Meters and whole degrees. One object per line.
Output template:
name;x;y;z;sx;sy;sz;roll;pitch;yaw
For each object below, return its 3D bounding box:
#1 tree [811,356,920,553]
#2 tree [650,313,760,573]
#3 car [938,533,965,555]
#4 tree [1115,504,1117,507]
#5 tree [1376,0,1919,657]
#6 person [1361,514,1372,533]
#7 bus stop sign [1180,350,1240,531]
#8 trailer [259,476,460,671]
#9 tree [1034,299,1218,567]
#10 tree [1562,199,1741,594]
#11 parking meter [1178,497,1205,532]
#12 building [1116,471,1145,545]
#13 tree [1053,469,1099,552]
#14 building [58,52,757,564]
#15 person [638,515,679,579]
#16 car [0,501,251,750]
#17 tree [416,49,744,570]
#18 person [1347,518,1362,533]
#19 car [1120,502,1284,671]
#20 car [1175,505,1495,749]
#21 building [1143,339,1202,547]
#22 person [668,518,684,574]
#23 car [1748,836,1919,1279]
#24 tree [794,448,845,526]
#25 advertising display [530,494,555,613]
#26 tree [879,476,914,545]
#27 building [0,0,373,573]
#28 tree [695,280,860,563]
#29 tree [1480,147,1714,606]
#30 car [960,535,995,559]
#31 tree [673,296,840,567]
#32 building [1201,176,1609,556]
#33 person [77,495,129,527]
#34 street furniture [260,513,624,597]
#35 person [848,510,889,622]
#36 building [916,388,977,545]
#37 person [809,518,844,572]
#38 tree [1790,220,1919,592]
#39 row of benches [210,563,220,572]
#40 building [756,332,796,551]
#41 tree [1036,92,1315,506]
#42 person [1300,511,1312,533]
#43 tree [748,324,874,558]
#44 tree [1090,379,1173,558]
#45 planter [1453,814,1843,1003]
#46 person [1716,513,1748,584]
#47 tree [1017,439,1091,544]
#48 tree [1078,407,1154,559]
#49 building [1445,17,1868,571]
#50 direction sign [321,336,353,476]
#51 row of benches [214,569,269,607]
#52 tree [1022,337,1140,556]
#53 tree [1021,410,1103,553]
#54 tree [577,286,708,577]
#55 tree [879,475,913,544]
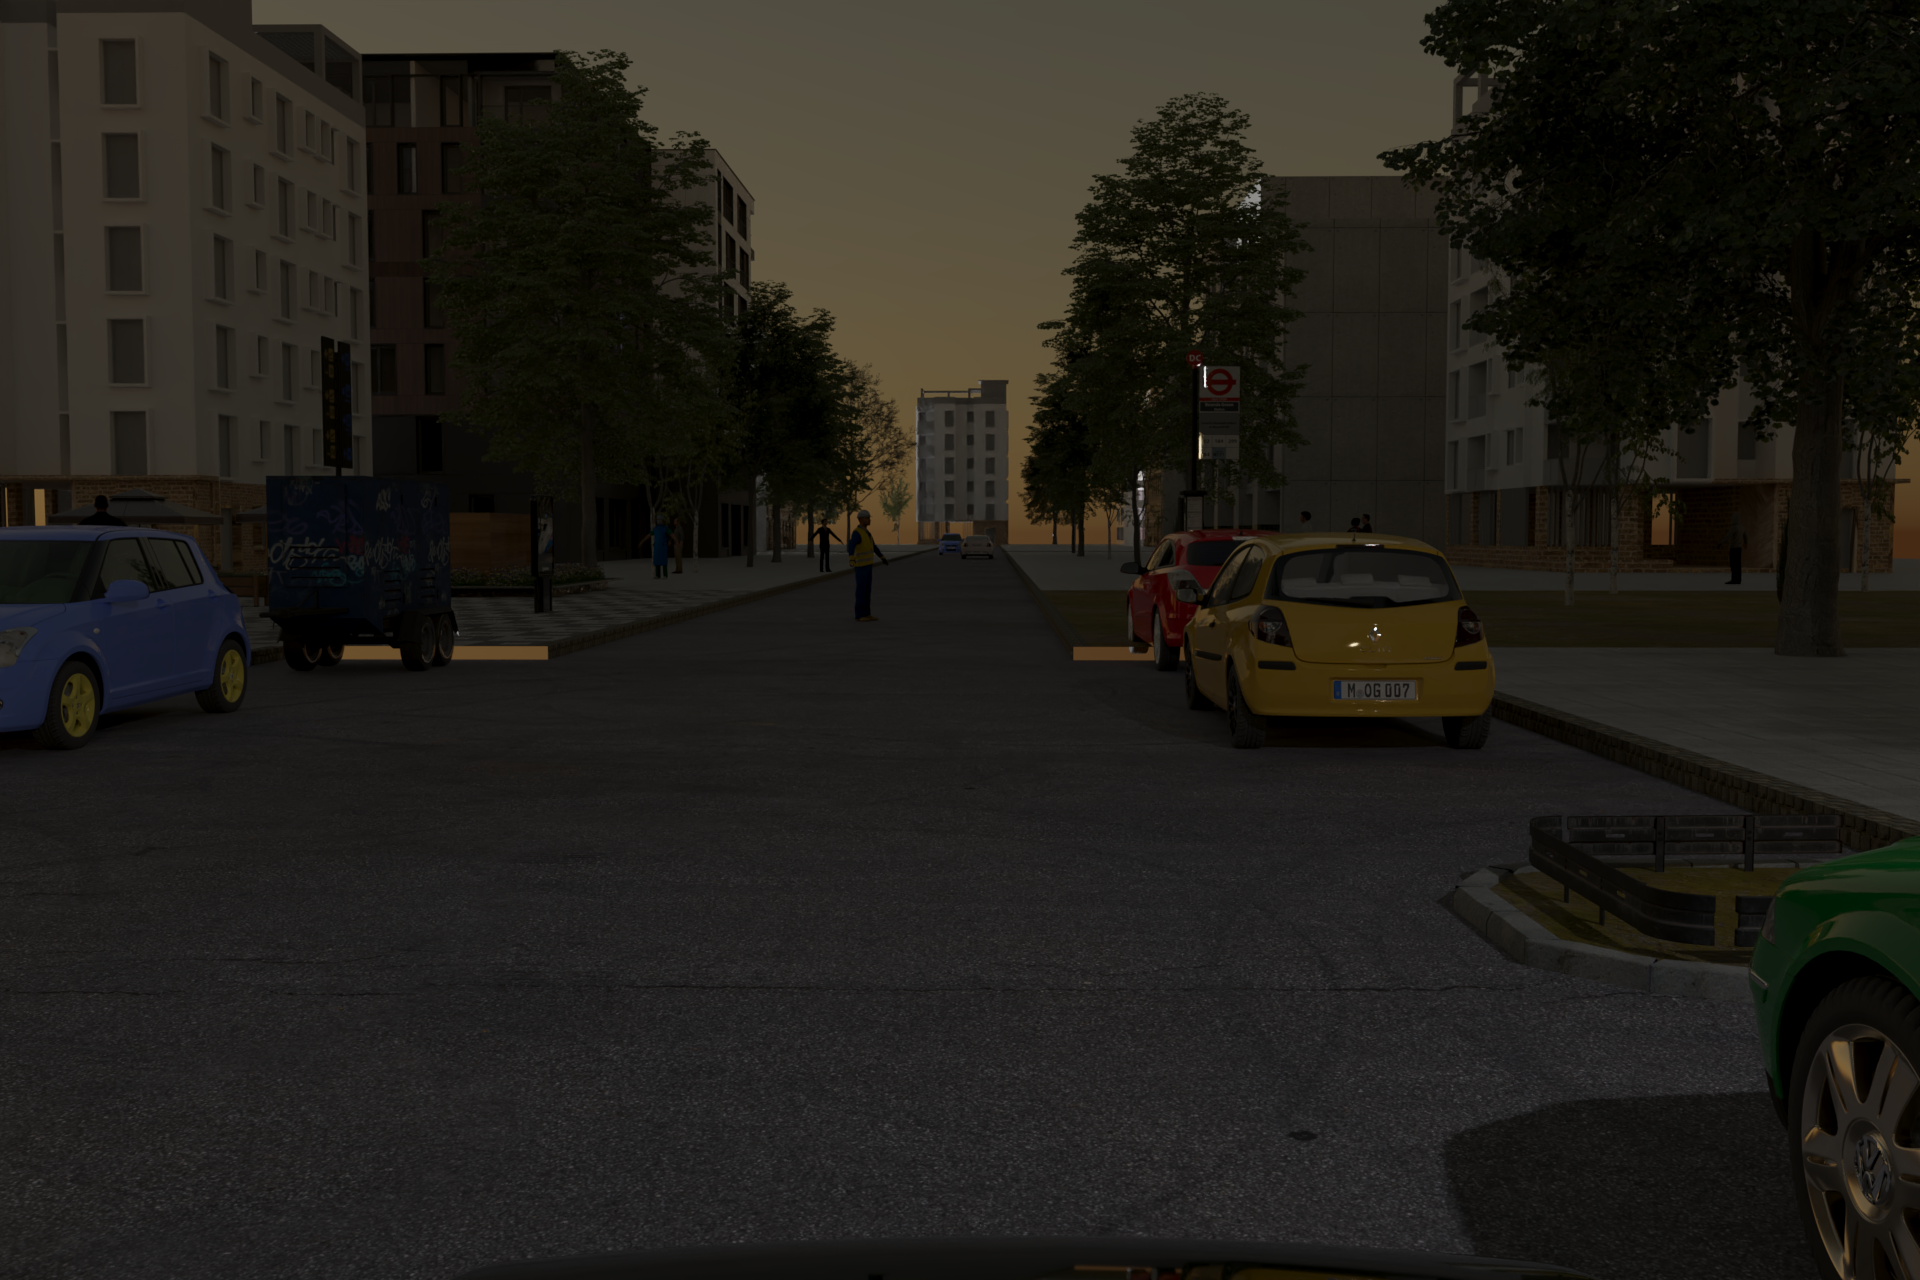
tree;-7.591;-12.757;118.939;12.009;13.543;11.850;0;3;0
tree;-8.708;-6.529;57.116;4.737;8.622;4.395;0;3;0
car;-0.560;-6.661;118.495;1.945;1.707;3.694;0;4;1
tree;22.620;-17.085;213.750;7.601;10.594;8.767;0;4;-1
tree;8.971;-6.816;18.091;9.857;13.997;8.962;0;3;0
person;10.657;-2.415;45.629;0.704;1.812;1.346;1;4;10
bus stop sign;3.622;-2.231;25.184;0.855;3.939;0.416;0;4;2
trailer;-6.291;-0.652;17.708;1.471;1.999;3.904;0;4;1
tree;6.178;-7.871;63.096;7.601;10.594;8.767;0;4;0
tree;14.159;-5.286;36.781;4.737;8.622;4.395;0;3;0
parking meter;3.667;-1.332;27.493;0.399;1.863;0.255;0;4;0
building;22.875;-15.416;194.190;9.099;9.664;28.070;0;4;1
tree;8.492;-10.630;124.169;4.737;8.622;4.395;0;3;0
building;-26.911;-15.073;90.417;27.936;21.610;32.646;0;4;2
person;-8.494;-2.627;49.081;1.347;1.817;0.704;1;4;23
car;-6.677;-0.185;12.614;1.945;1.707;3.694;0;4;1
tree;-8.835;-7.499;40.740;7.486;12.596;7.792;0;3;0
person;13.196;-3.152;57.675;1.345;1.843;0.704;3;5;42
car;2.934;-0.645;19.580;2.155;1.783;4.494;0;4;0
car;2.681;-0.168;12.970;2.015;1.641;3.980;0;4;1
building;28.088;-20.671;168.906;19.493;23.208;18.063;0;4;1
person;-9.165;-3.051;56.148;0.705;1.796;1.348;-2;4;-27
car;2.439;0.441;1.588;1.959;1.807;4.718;0;3;0
tree;-18.136;-18.646;211.514;9.857;13.997;8.962;0;3;0
advertising display;-6.841;-1.417;28.390;0.123;1.923;0.974;0;4;2
tree;-7.796;-15.975;211.555;4.737;8.622;4.395;0;3;0
building;-28.403;-12.154;55.144;16.016;20.090;11.380;0;4;1
tree;-8.407;-9.796;78.299;7.486;12.596;7.792;0;3;0
tree;10.947;-4.937;31.088;4.360;8.622;3.978;0;3;0
car;1.009;-5.383;100.369;2.083;1.381;4.827;0;4;1
tree;-7.877;-8.113;67.054;7.601;10.594;8.767;-3;5;-43
building;23.401;-13.930;94.215;16.747;18.905;31.486;0;4;1
person;-11.437;-1.033;23.117;1.346;1.802;0.704;-2;4;-25
street furniture;-11.094;-1.856;37.205;11.010;1.723;9.812;0;4;0
person;-1.556;-1.227;28.493;0.705;1.833;1.349;1;4;23
building;-4.968;-21.843;216.006;11.380;20.090;16.016;0;4;-8
person;-4.551;-3.196;58.440;1.347;1.806;0.705;-2;4;-34
tree;20.355;-5.372;38.194;4.737;8.622;4.395;0;3;0
row of benches;-18.936;-1.483;39.710;4.104;0.672;1.422;1;4;15
building;-23.872;-19.046;142.334;19.493;23.208;18.063;0;4;1
tree;5.742;-7.784;45.399;7.486;12.596;7.792;0;3;0
person;7.905;-2.056;39.802;0.705;1.806;1.347;1;4;14
tree;-8.554;-10.759;94.043;7.486;12.596;7.792;0;3;0
tree;7.538;-7.405;71.442;4.360;8.622;3.978;0;3;0
planter;2.872;0.913;6.211;1.991;0.319;1.994;0;4;1
person;19.799;-2.333;44.272;1.348;1.813;0.705;-3;4;-36
tree;11.956;-18.913;215.876;9.857;13.997;8.962;0;3;0
tree;7.470;-8.402;87.731;4.360;8.622;3.978;0;3;0
building;25.117;-13.036;69.559;16.016;20.090;11.380;0;4;1
direction sign;-7.280;-1.732;20.308;0.379;3.537;0.876;0;3;0
row of benches;-12.782;-0.929;30.657;4.104;0.672;1.422;0;4;-4
tree;7.189;-11.105;99.689;7.486;12.596;7.792;0;3;0
tree;7.319;-11.090;115.729;7.601;10.594;8.767;-3;4;-36
tree;-8.958;-6.167;51.196;4.360;8.622;3.978;0;3;0
tree;-7.980;-16.253;216.095;4.737;8.622;4.395;0;3;0
